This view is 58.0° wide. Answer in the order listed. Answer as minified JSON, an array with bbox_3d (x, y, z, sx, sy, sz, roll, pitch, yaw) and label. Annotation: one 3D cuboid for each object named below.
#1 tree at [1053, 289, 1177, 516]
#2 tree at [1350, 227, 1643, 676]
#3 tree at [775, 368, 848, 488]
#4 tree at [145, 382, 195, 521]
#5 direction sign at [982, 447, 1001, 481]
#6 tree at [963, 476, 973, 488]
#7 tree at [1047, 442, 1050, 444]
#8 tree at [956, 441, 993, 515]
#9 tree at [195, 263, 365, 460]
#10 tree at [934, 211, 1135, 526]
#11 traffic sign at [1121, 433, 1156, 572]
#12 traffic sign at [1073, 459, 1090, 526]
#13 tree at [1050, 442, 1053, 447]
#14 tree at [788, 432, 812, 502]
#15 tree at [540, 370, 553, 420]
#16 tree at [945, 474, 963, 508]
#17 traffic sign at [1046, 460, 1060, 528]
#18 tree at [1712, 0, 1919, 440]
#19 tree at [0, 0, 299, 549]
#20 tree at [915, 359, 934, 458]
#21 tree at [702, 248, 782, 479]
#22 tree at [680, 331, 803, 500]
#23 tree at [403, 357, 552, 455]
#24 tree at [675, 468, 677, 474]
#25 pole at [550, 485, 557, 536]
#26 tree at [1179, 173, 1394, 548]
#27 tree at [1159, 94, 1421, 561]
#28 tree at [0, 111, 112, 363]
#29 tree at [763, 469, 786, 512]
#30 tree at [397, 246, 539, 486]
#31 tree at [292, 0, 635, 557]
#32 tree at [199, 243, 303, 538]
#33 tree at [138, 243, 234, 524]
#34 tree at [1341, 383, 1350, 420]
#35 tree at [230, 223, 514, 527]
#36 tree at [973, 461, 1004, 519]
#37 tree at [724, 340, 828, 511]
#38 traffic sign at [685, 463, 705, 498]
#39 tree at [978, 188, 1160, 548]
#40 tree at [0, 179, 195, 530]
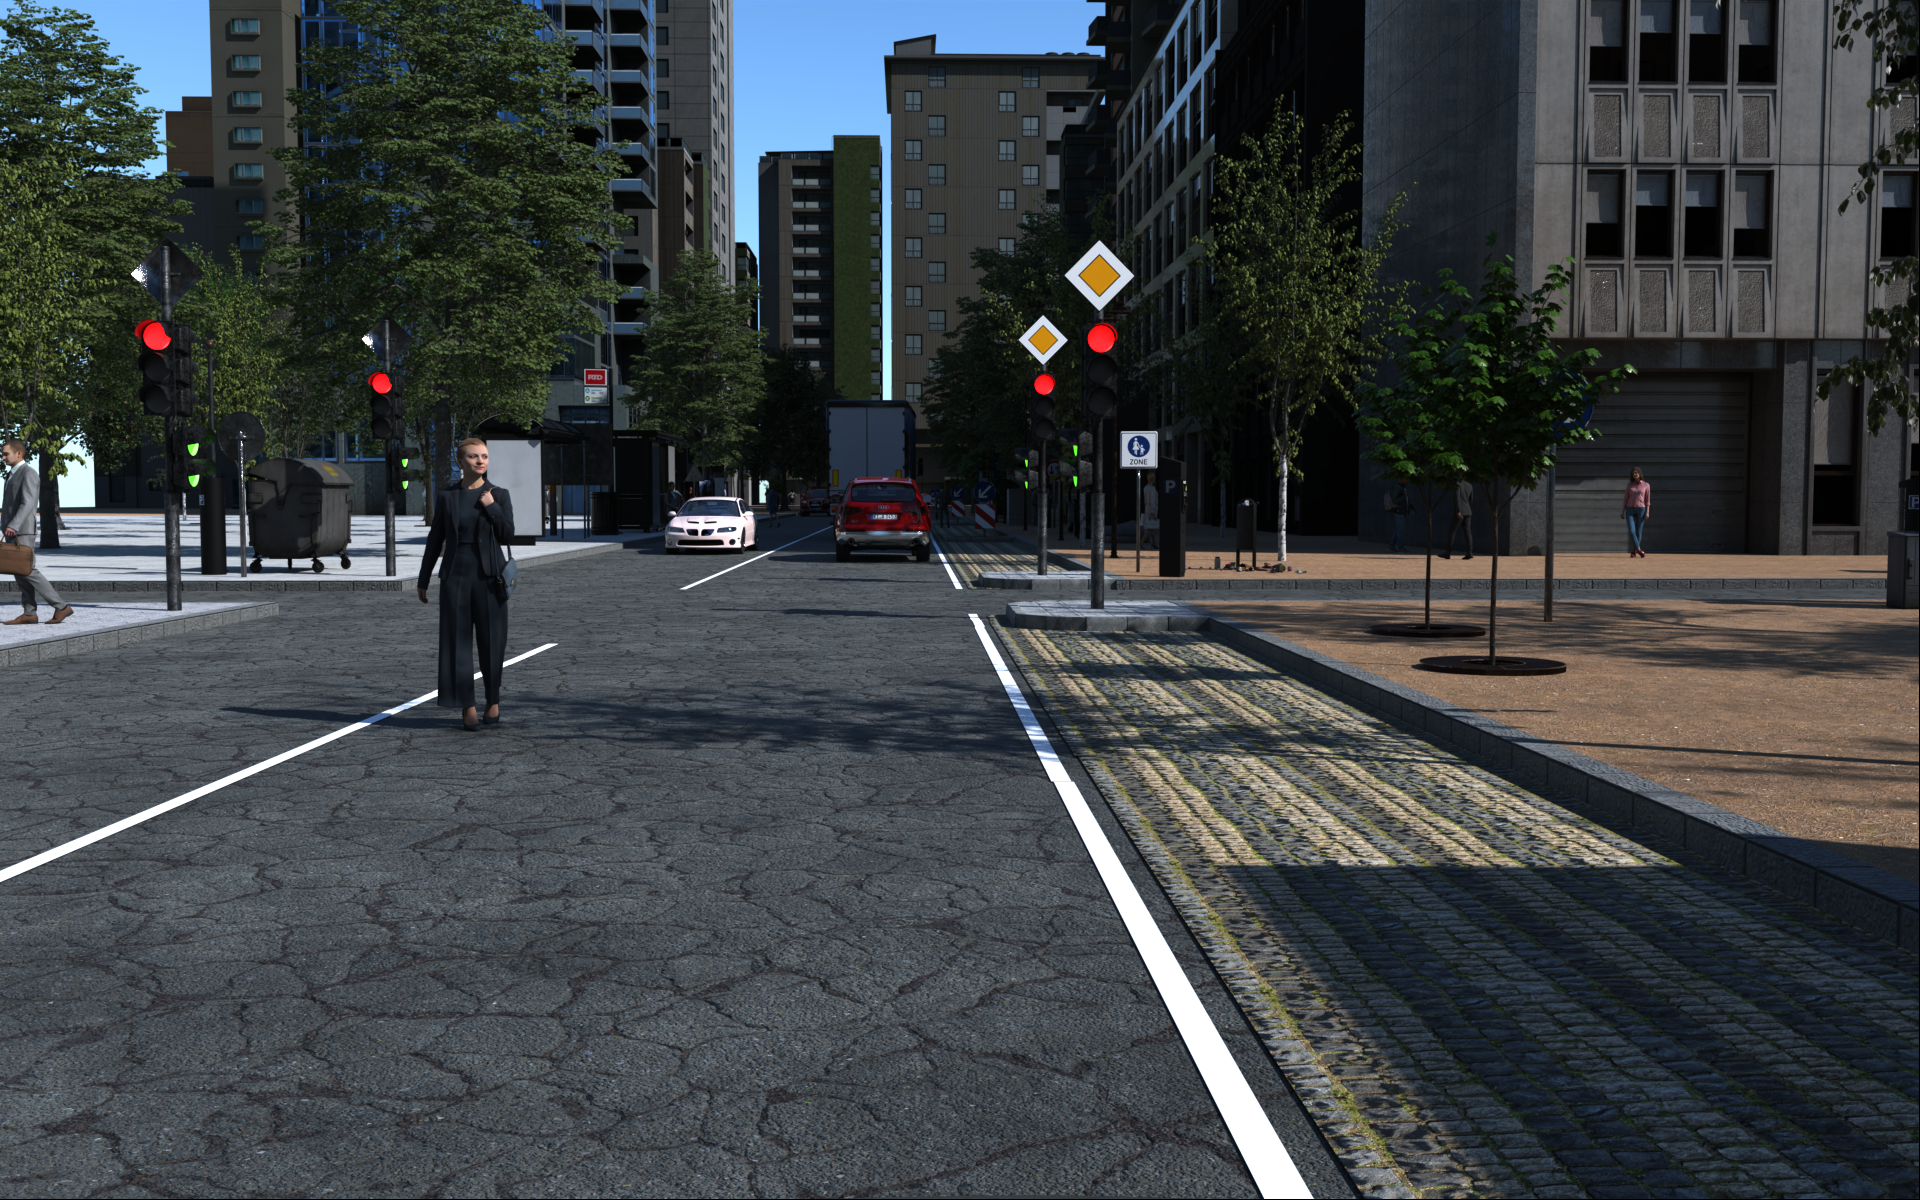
[{"bbox_3d":[5.704,-6.781,61.226,4.360,8.622,3.978,0,3,0],"label":"tree"},{"bbox_3d":[3.899,-1.110,12.752,1.663,3.219,1.824,0,3,0],"label":"tree"},{"bbox_3d":[-14.150,-16.340,173.813,9.857,13.997,8.962,0,3,0],"label":"tree"},{"bbox_3d":[-37.319,-8.111,82.971,4.360,8.622,3.978,0,3,0],"label":"tree"},{"bbox_3d":[1.521,-5.598,83.519,0.876,3.537,0.379,0,4,-4],"label":"direction sign"},{"bbox_3d":[1.319,-6.383,98.958,1.663,3.219,1.824,0,3,0],"label":"tree"},{"bbox_3d":[6.335,-9.164,100.187,4.360,8.622,3.978,0,3,0],"label":"tree"},{"bbox_3d":[1.272,-7.485,106.101,4.285,4.588,4.351,0,3,0],"label":"tree"},{"bbox_3d":[-21.493,-6.473,56.193,4.360,8.622,3.978,0,3,0],"label":"tree"},{"bbox_3d":[3.165,-9.246,69.303,7.486,12.596,7.792,0,3,0],"label":"tree"},{"bbox_3d":[2.919,-1.603,28.342,0.606,2.300,0.079,0,4,6],"label":"traffic sign"},{"bbox_3d":[4.094,-3.596,58.895,0.768,2.556,0.104,0,4,5],"label":"traffic sign"},{"bbox_3d":[7.134,-8.642,91.663,4.360,8.622,3.978,0,3,0],"label":"tree"},{"bbox_3d":[-14.592,-12.640,157.033,4.737,8.622,4.395,0,3,0],"label":"tree"},{"bbox_3d":[-15.751,-6.571,57.798,4.360,8.622,3.978,0,3,0],"label":"tree"},{"bbox_3d":[-0.750,-10.424,165.027,1.663,3.219,1.824,0,3,0],"label":"tree"},{"bbox_3d":[3.534,-3.953,64.736,0.768,2.556,0.104,0,4,-1],"label":"traffic sign"},{"bbox_3d":[5.103,-3.519,7.905,4.360,8.622,3.978,0,3,0],"label":"tree"},{"bbox_3d":[-21.056,-7.466,40.192,7.486,12.596,7.792,0,3,0],"label":"tree"},{"bbox_3d":[0.849,-12.004,114.384,7.486,12.596,7.792,0,3,0],"label":"tree"},{"bbox_3d":[-12.085,-9.956,80.915,7.486,12.596,7.792,0,3,0],"label":"tree"},{"bbox_3d":[-12.317,-9.864,95.689,8.767,10.594,7.601,3,5,40],"label":"tree"},{"bbox_3d":[-27.010,-9.821,94.987,8.767,10.594,7.601,-3,4,-36],"label":"tree"},{"bbox_3d":[-11.362,-4.249,64.070,1.663,3.219,1.824,0,3,0],"label":"tree"},{"bbox_3d":[-12.583,-3.651,53.531,0.158,3.312,0.155,0,3,0],"label":"pole"},{"bbox_3d":[7.865,-5.526,40.714,4.360,8.622,3.978,0,3,0],"label":"tree"},{"bbox_3d":[6.410,-5.053,32.985,4.737,8.622,4.395,0,3,0],"label":"tree"},{"bbox_3d":[-17.199,-4.941,31.151,4.737,8.622,4.395,0,3,0],"label":"tree"},{"bbox_3d":[-12.714,-7.741,121.163,1.663,3.219,1.824,0,3,0],"label":"tree"},{"bbox_3d":[-14.992,-6.209,51.884,4.360,8.622,3.978,0,3,0],"label":"tree"},{"bbox_3d":[-10.135,-7.157,35.148,7.486,12.596,7.792,0,3,0],"label":"tree"},{"bbox_3d":[-21.026,-6.100,50.095,4.737,8.622,4.395,0,3,0],"label":"tree"},{"bbox_3d":[-32.259,-9.023,73.276,9.928,11.665,9.643,0,3,0],"label":"tree"},{"bbox_3d":[4.266,-1.308,15.994,1.663,3.219,1.824,0,3,0],"label":"tree"},{"bbox_3d":[-21.103,-8.703,68.049,9.928,11.665,9.643,0,3,0],"label":"tree"},{"bbox_3d":[2.053,-5.870,90.569,1.663,3.219,1.824,0,3,0],"label":"tree"},{"bbox_3d":[-13.283,-13.003,129.608,9.611,12.733,9.660,0,3,0],"label":"tree"},{"bbox_3d":[-11.170,-4.458,72.895,0.884,2.594,0.081,0,4,6],"label":"traffic sign"},{"bbox_3d":[2.693,-5.554,41.166,4.737,8.622,4.395,0,3,0],"label":"tree"},{"bbox_3d":[-32.385,-8.849,61.697,9.611,12.733,9.660,0,3,0],"label":"tree"}]
